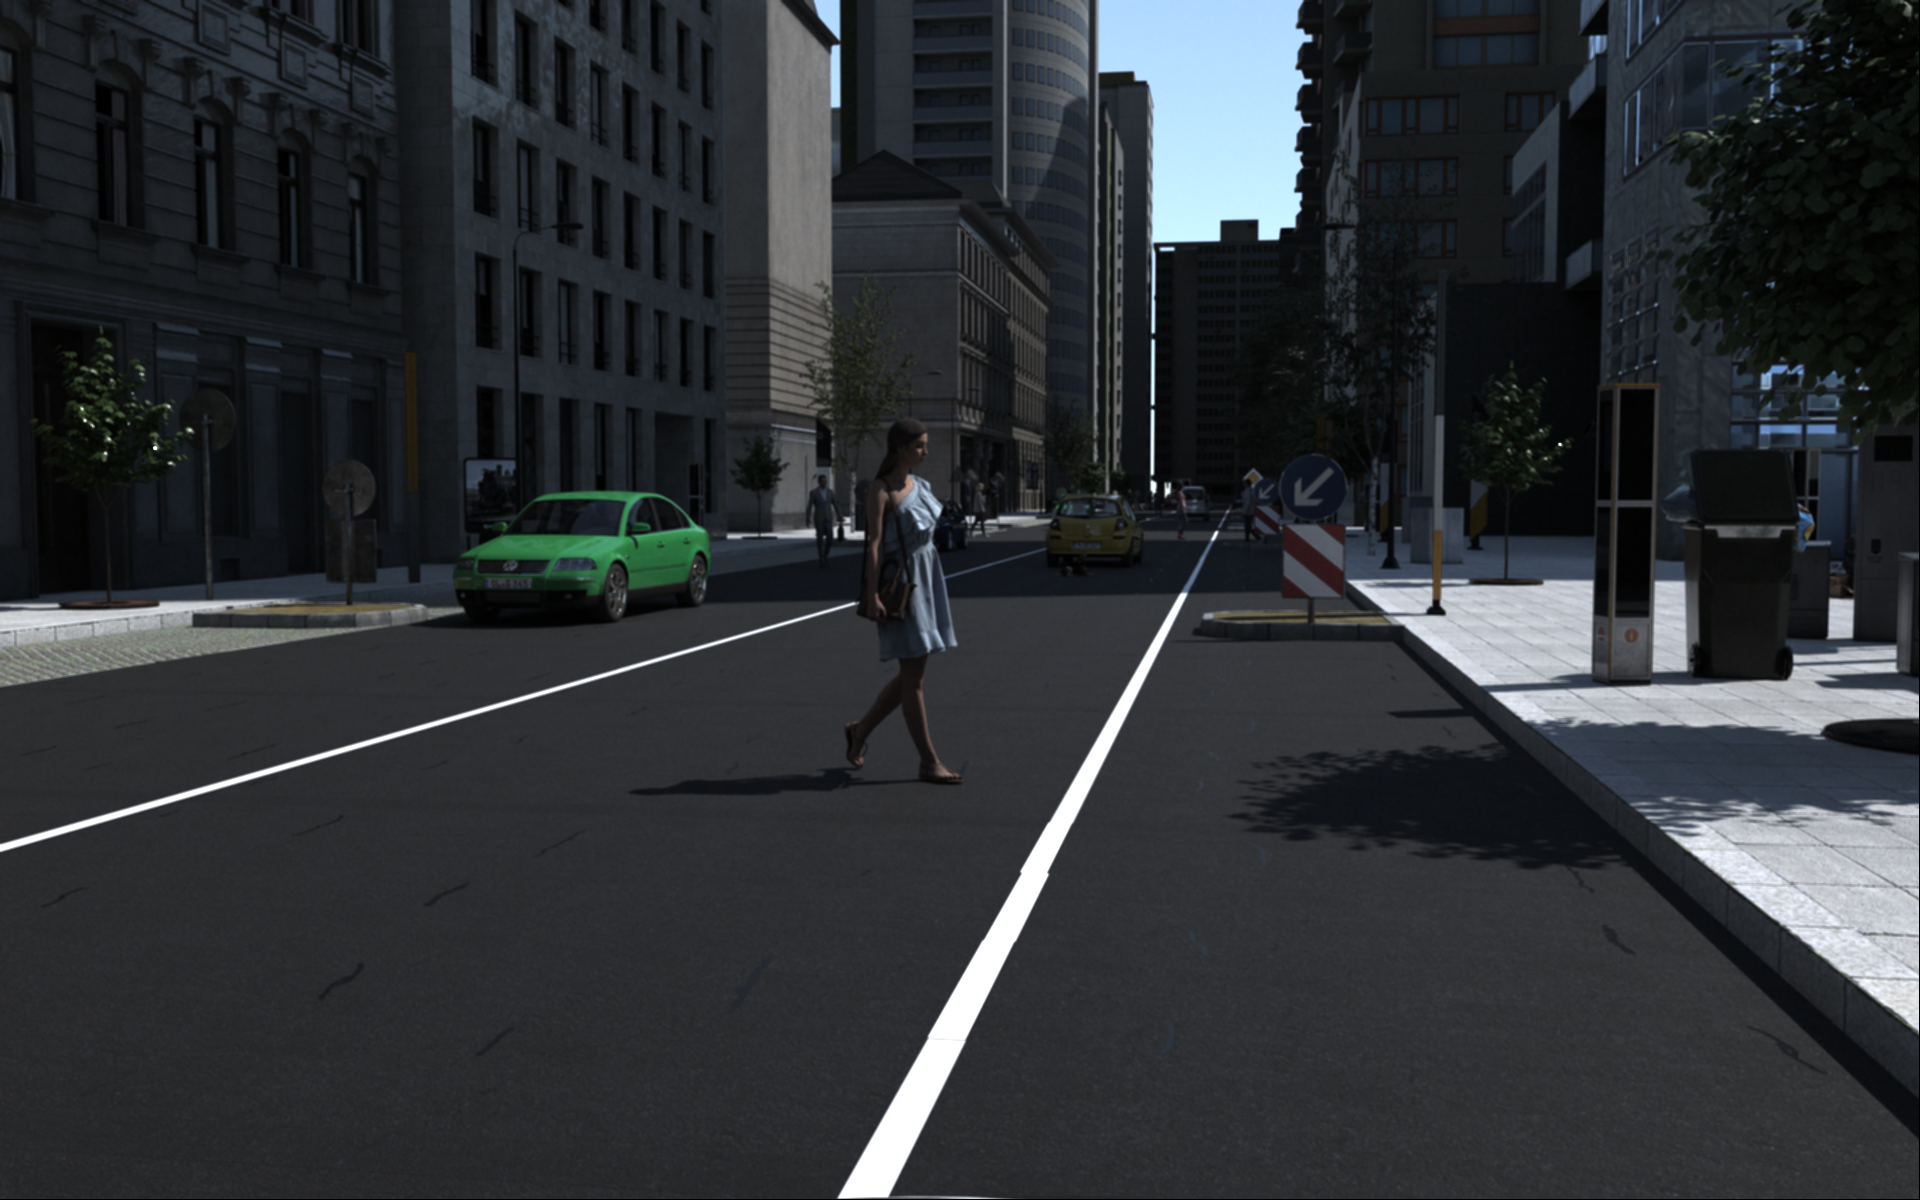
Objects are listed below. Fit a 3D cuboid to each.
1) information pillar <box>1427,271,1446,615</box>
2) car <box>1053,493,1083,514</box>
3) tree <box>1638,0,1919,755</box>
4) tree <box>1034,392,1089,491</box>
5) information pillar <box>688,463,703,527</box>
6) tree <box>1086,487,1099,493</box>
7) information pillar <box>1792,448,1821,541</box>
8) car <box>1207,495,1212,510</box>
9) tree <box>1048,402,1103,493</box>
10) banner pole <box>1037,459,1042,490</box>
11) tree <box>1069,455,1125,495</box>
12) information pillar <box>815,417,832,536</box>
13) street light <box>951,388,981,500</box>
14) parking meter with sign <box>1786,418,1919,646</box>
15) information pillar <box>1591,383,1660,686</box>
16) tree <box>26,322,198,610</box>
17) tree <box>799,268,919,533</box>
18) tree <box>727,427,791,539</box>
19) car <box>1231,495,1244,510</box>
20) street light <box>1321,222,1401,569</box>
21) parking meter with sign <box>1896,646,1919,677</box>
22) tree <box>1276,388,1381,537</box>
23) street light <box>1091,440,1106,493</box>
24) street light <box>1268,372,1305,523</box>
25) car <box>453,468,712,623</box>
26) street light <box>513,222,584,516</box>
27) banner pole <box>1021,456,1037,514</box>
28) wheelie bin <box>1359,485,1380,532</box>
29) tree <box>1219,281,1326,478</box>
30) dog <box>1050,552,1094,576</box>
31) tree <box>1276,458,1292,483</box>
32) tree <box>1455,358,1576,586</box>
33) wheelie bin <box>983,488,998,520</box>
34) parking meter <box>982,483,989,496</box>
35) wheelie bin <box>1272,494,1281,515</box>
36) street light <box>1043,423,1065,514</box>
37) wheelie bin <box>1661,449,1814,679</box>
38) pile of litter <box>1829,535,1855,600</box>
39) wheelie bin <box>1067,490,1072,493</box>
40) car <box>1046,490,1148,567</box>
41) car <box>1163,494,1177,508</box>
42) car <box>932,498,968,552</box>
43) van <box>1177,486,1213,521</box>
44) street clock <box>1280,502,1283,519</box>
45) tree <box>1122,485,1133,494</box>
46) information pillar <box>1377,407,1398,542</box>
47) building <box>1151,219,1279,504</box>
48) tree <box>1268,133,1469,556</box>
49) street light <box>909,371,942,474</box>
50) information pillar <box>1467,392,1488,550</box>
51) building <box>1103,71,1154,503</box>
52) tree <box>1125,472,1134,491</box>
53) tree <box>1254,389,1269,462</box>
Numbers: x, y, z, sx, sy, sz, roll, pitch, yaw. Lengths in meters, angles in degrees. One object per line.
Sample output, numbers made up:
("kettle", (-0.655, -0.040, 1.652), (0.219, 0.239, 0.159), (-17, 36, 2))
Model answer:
("information pillar", (5.102, -1.658, 18.463), (0.183, 3.616, 0.504), (1, 4, 13))
("car", (5.332, -4.395, 80.650), (1.959, 1.807, 4.718), (0, 4, 7))
("tree", (5.265, -1.530, 8.733), (4.285, 4.588, 4.351), (0, 3, 0))
("tree", (7.377, -10.636, 124.268), (4.360, 8.622, 3.978), (0, 3, 0))
("information pillar", (-6.232, -2.223, 40.840), (0.304, 2.012, 0.304), (0, 4, 4))
("tree", (12.158, -10.012, 158.294), (1.663, 3.219, 1.824), (0, 3, 0))
("information pillar", (13.553, -1.425, 27.790), (0.304, 2.012, 0.304), (-2, 4, -26))
("car", (22.327, -9.025, 159.554), (2.014, 1.417, 4.499), (1, 4, 10))
("tree", (9.206, -11.465, 137.814), (4.737, 8.622, 4.395), (0, 3, 0))
("banner pole", (5.454, -8.068, 121.932), (0.863, 3.779, 0.401), (0, 4, 6))
("tree", (10.692, -9.885, 145.332), (4.285, 4.588, 4.351), (0, 3, 0))
("information pillar", (-4.170, -3.764, 52.894), (0.504, 3.616, 0.183), (1, 4, 19))
("street light", (0.209, -6.325, 75.962), (1.470, 5.913, 1.316), (1, 4, 9))
("parking meter with sign", (8.164, -1.149, 15.050), (1.738, 3.016, 0.543), (2, 4, 26))
("information pillar", (4.485, -0.440, 11.685), (0.304, 2.012, 0.304), (0, 4, -2))
("tree", (-9.705, -1.520, 19.447), (1.663, 3.219, 1.824), (0, 3, 0))
("tree", (-3.495, -6.547, 57.413), (4.737, 8.622, 4.395), (0, 3, 0))
("tree", (-5.815, -3.375, 49.785), (1.663, 3.219, 1.824), (0, 3, 0))
("car", (25.847, -8.959, 159.055), (1.945, 1.354, 3.894), (0, 4, 7))
("street light", (6.874, -3.497, 29.713), (1.470, 5.913, 1.316), (1, 4, 9))
("parking meter with sign", (7.532, -0.962, 11.996), (1.738, 3.016, 0.543), (1, 4, 13))
("tree", (11.271, -4.196, 52.322), (4.285, 4.588, 4.351), (0, 3, 0))
("street light", (11.831, -10.773, 148.681), (1.470, 5.913, 1.316), (1, 4, 9))
("street light", (12.557, -5.717, 66.020), (1.470, 5.913, 1.316), (1, 4, 9))
("car", (-4.422, -0.735, 20.815), (1.959, 1.807, 4.718), (1, 4, 10))
("street light", (-7.105, -3.500, 29.768), (1.470, 5.913, 1.316), (1, 4, 9))
("banner pole", (4.410, -7.580, 113.943), (0.863, 3.779, 0.401), (-2, 4, -33))
("wheelie bin", (13.999, -3.108, 58.719), (0.980, 1.594, 0.693), (0, 4, 1))
("tree", (20.605, -12.113, 104.699), (9.857, 13.997, 8.962), (0, 3, 0))
("dog", (1.966, -0.625, 30.413), (0.748, 0.427, 0.550), (1, 4, 12))
("tree", (17.756, -5.992, 92.574), (1.663, 3.219, 1.824), (0, 3, 0))
("tree", (7.950, -1.842, 24.717), (1.663, 3.219, 1.824), (0, 3, 0))
("wheelie bin", (1.562, -4.842, 87.081), (0.693, 1.594, 0.980), (3, 4, 37))
("parking meter", (1.341, -5.265, 91.786), (0.255, 1.863, 0.399), (2, 4, 35))
("wheelie bin", (19.877, -6.160, 108.626), (0.693, 1.594, 0.980), (1, 4, 22))
("street light", (6.159, -8.575, 112.747), (1.470, 5.913, 1.316), (1, 4, 9))
("wheelie bin", (5.451, -0.264, 12.224), (0.980, 1.594, 0.693), (1, 4, 11))
("pile of litter", (11.067, -0.477, 21.764), (1.176, 0.858, 1.719), (3, 5, 40))
("wheelie bin", (7.929, -7.261, 126.630), (0.693, 1.594, 0.980), (1, 4, 20))
("car", (2.803, -1.543, 35.458), (2.015, 1.641, 3.980), (1, 4, 10))
("car", (22.102, -10.416, 179.342), (2.155, 1.783, 4.494), (0, 4, 7))
("car", (-0.881, -1.942, 44.329), (1.945, 1.354, 3.894), (1, 4, 9))
("van", (12.663, -5.310, 93.826), (2.013, 2.044, 4.112), (1, 4, 10))
("street clock", (16.578, -5.155, 88.857), (0.358, 2.002, 0.471), (3, 5, 43))
("tree", (19.730, -12.848, 204.670), (1.663, 3.219, 1.824), (0, 3, 0))
("information pillar", (11.391, -3.347, 46.073), (0.183, 3.616, 0.504), (-3, 4, -37))
("building", (39.779, -34.022, 248.141), (23.993, 40.220, 32.217), (1, 4, 9))
("tree", (8.617, -5.248, 36.167), (4.360, 8.622, 3.978), (0, 3, 0))
("street light", (-1.364, -5.697, 65.692), (1.470, 5.913, 1.316), (1, 4, 9))
("information pillar", (11.914, -2.960, 39.750), (0.183, 3.616, 0.504), (-2, 4, -26))
("building", (13.084, -43.093, 246.573), (28.212, 58.520, 21.231), (1, 4, 9))
("tree", (18.148, -13.136, 198.480), (4.285, 4.588, 4.351), (0, 3, 0))
("tree", (15.945, -8.061, 82.158), (4.360, 8.622, 3.978), (0, 3, 0))
